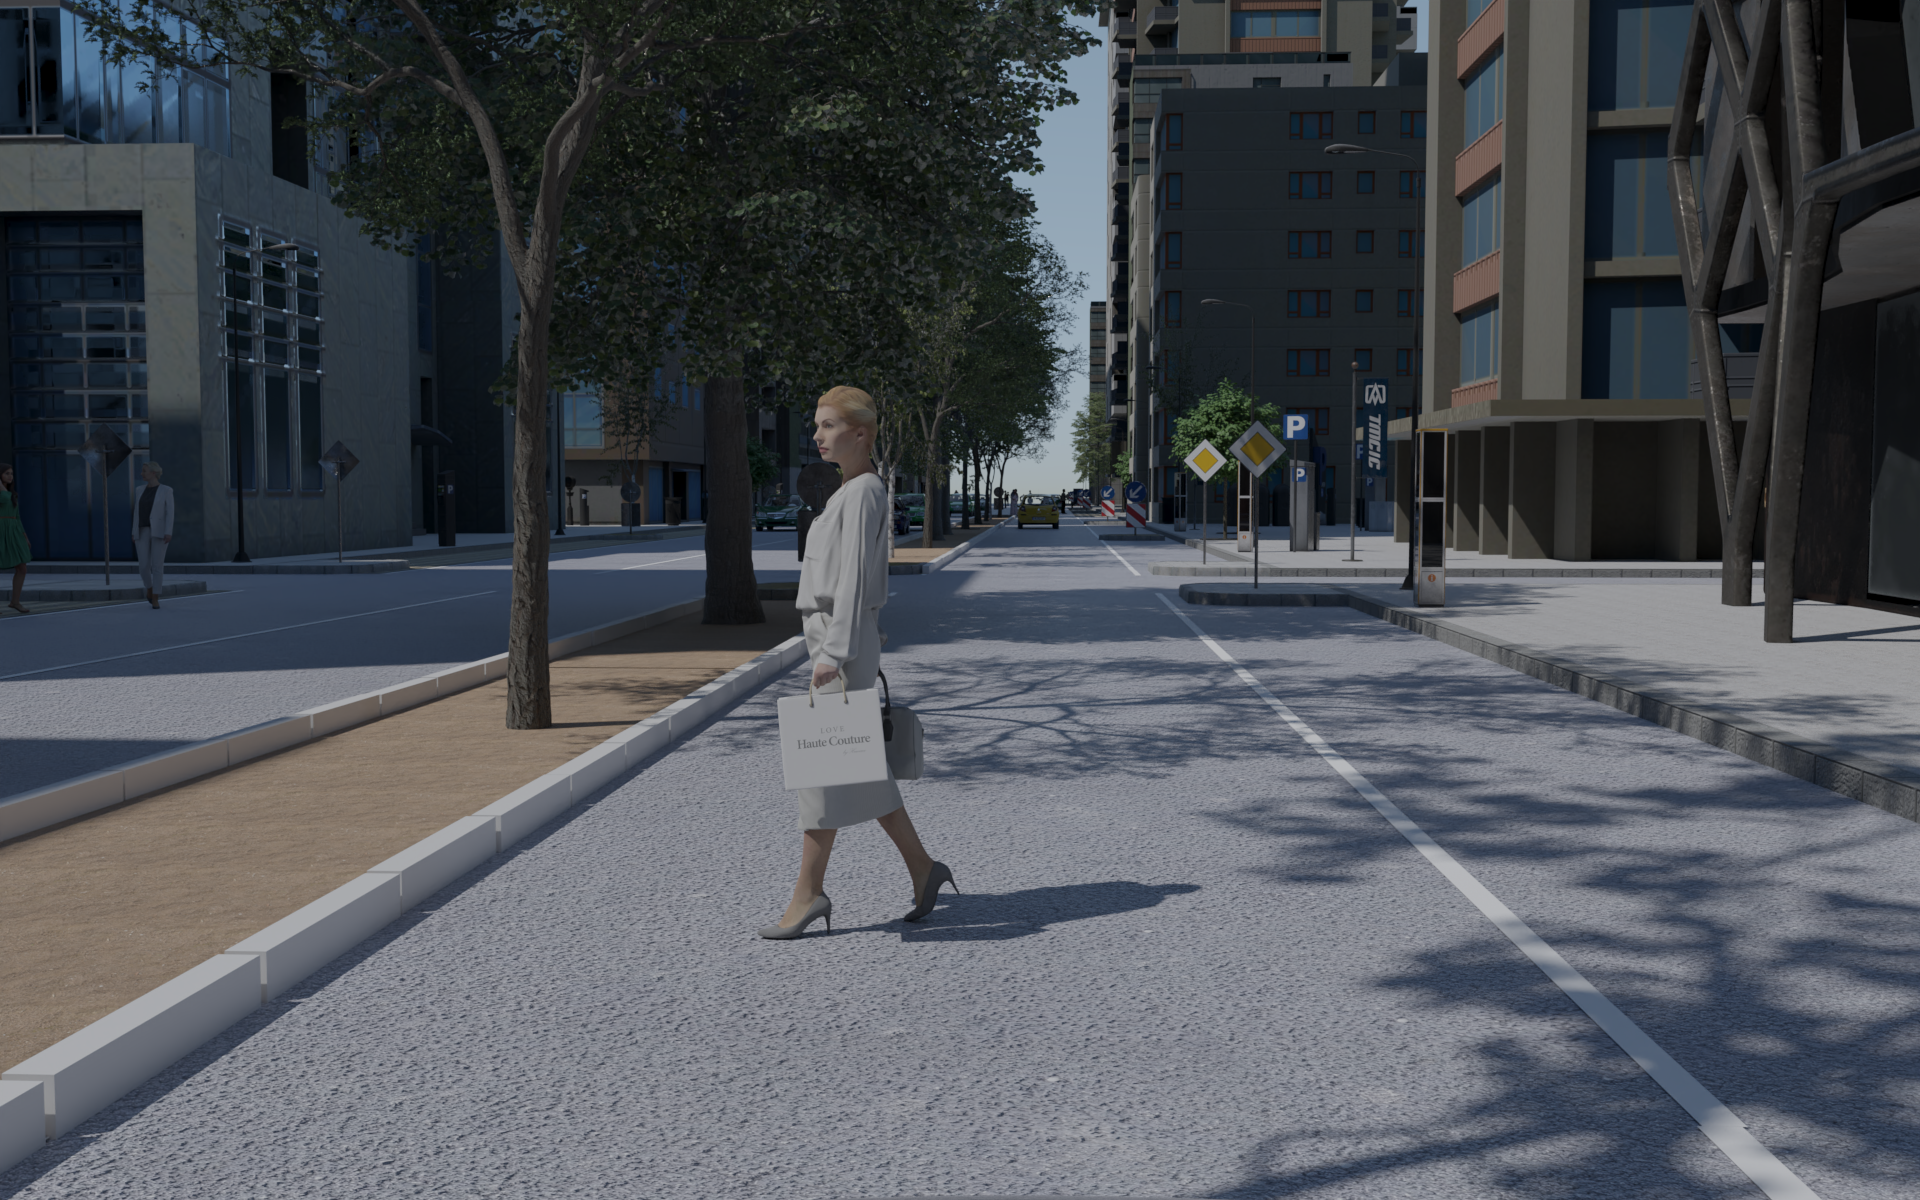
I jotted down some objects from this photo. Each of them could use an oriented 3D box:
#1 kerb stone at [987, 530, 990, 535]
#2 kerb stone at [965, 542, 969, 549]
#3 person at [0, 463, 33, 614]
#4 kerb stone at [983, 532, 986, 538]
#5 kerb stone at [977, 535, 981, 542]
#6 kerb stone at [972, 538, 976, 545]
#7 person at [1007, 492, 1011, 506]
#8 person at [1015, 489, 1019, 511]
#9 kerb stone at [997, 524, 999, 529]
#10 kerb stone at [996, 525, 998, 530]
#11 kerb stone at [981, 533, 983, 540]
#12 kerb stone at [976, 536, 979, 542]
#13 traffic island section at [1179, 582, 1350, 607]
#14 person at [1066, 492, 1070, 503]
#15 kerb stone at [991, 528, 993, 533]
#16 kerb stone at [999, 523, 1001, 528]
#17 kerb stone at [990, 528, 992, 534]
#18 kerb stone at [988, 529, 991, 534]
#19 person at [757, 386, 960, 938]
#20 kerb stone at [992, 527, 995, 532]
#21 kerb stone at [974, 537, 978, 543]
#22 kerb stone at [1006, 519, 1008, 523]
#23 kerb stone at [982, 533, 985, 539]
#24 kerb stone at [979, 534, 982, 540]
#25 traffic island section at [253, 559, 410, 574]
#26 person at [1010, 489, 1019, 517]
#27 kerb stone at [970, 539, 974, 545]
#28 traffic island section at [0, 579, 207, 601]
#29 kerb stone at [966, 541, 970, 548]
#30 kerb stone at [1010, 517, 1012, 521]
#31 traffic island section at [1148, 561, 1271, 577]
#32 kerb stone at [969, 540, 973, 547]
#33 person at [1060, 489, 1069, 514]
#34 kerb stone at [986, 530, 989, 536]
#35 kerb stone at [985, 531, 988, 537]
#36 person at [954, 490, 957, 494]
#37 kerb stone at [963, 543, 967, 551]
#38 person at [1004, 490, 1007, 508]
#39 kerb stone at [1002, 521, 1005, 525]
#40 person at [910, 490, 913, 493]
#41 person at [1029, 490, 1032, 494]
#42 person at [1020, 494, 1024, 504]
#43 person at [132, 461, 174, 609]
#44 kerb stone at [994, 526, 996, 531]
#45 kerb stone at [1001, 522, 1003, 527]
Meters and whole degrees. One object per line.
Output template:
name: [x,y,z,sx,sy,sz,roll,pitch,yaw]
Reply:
kerb stone: [0.836,-2.195,58.089,0.120,0.150,1.000,0,4,3]
kerb stone: [0.068,-1.318,43.749,0.120,0.150,1.000,0,4,3]
person: [-11.365,-0.724,20.588,0.529,1.795,0.600,0,4,2]
kerb stone: [0.673,-2.008,55.023,0.120,0.150,1.000,0,4,3]
kerb stone: [0.450,-1.758,50.931,0.120,0.150,1.000,0,4,3]
kerb stone: [0.295,-1.569,47.848,0.120,0.150,1.000,0,4,3]
person: [5.659,-12.112,207.360,0.721,1.723,1.217,3,5,42]
person: [4.051,-7.234,126.715,0.705,1.831,1.348,-1,4,-20]
kerb stone: [1.381,-2.822,68.331,0.120,0.150,1.000,0,4,3]
kerb stone: [1.269,-2.696,66.281,0.120,0.150,1.000,0,4,3]
kerb stone: [0.561,-1.877,52.977,0.120,0.150,1.000,0,4,3]
kerb stone: [0.399,-1.695,49.910,0.120,0.150,1.000,0,4,3]
traffic island section: [4.042,-0.077,23.540,2.009,0.180,2.903,0,4,3]
person: [15.297,-14.355,243.735,0.617,1.759,0.750,3,5,39]
kerb stone: [0.996,-2.382,61.170,0.120,0.150,1.000,0,4,3]
kerb stone: [1.491,-2.946,70.376,0.120,0.150,1.000,0,4,3]
kerb stone: [0.948,-2.317,60.150,0.120,0.150,1.000,0,4,3]
kerb stone: [0.898,-2.257,59.116,0.120,0.150,1.000,0,4,3]
person: [-0.326,0.197,5.633,0.624,1.780,0.694,0,4,7]
kerb stone: [1.105,-2.507,63.213,0.120,0.150,1.000,0,4,3]
kerb stone: [0.341,-1.632,48.878,0.120,0.150,1.000,0,4,3]
kerb stone: [2.027,-3.574,80.626,0.120,0.150,1.000,0,4,3]
kerb stone: [0.617,-1.945,53.997,0.120,0.150,1.000,0,4,3]
kerb stone: [0.510,-1.820,51.951,0.120,0.150,1.000,0,4,3]
traffic island section: [-11.601,-0.617,32.373,2.009,0.180,2.903,0,4,3]
person: [3.413,-6.117,109.185,0.621,1.740,0.551,3,4,37]
kerb stone: [0.231,-1.506,46.816,0.120,0.150,1.000,0,4,3]
traffic island section: [-12.027,-0.130,24.399,2.009,0.180,2.903,0,4,3]
kerb stone: [0.119,-1.381,44.770,0.120,0.150,1.000,0,4,3]
kerb stone: [2.415,-4.011,87.781,0.120,0.150,1.000,0,4,3]
traffic island section: [4.467,-0.565,31.514,2.009,0.180,2.903,0,4,3]
kerb stone: [0.181,-1.443,45.794,0.120,0.150,1.000,0,4,3]
person: [7.594,-7.196,126.165,0.705,1.823,1.348,-1,4,-22]
kerb stone: [0.784,-2.125,57.064,0.120,0.150,1.000,0,4,3]
kerb stone: [0.730,-2.069,56.043,0.120,0.150,1.000,0,4,3]
person: [-0.332,-9.278,160.328,0.705,1.807,1.348,3,5,42]
kerb stone: [0.021,-1.256,42.728,0.120,0.150,1.000,0,4,3]
person: [4.528,-10.140,174.309,0.705,1.822,1.348,0,4,-2]
kerb stone: [1.763,-3.260,75.503,0.120,0.150,1.000,0,4,3]
person: [-3.764,-7.890,138.291,0.721,1.735,1.217,-3,4,-37]
person: [6.702,-9.626,165.964,0.705,1.814,1.350,-3,5,-44]
person: [8.801,-14.272,245.029,0.628,1.438,0.799,3,5,39]
person: [-10.181,-0.825,21.867,0.514,1.842,0.818,-1,4,-19]
kerb stone: [1.156,-2.571,64.237,0.120,0.150,1.000,0,4,3]
kerb stone: [1.646,-3.134,73.452,0.120,0.150,1.000,0,4,3]
